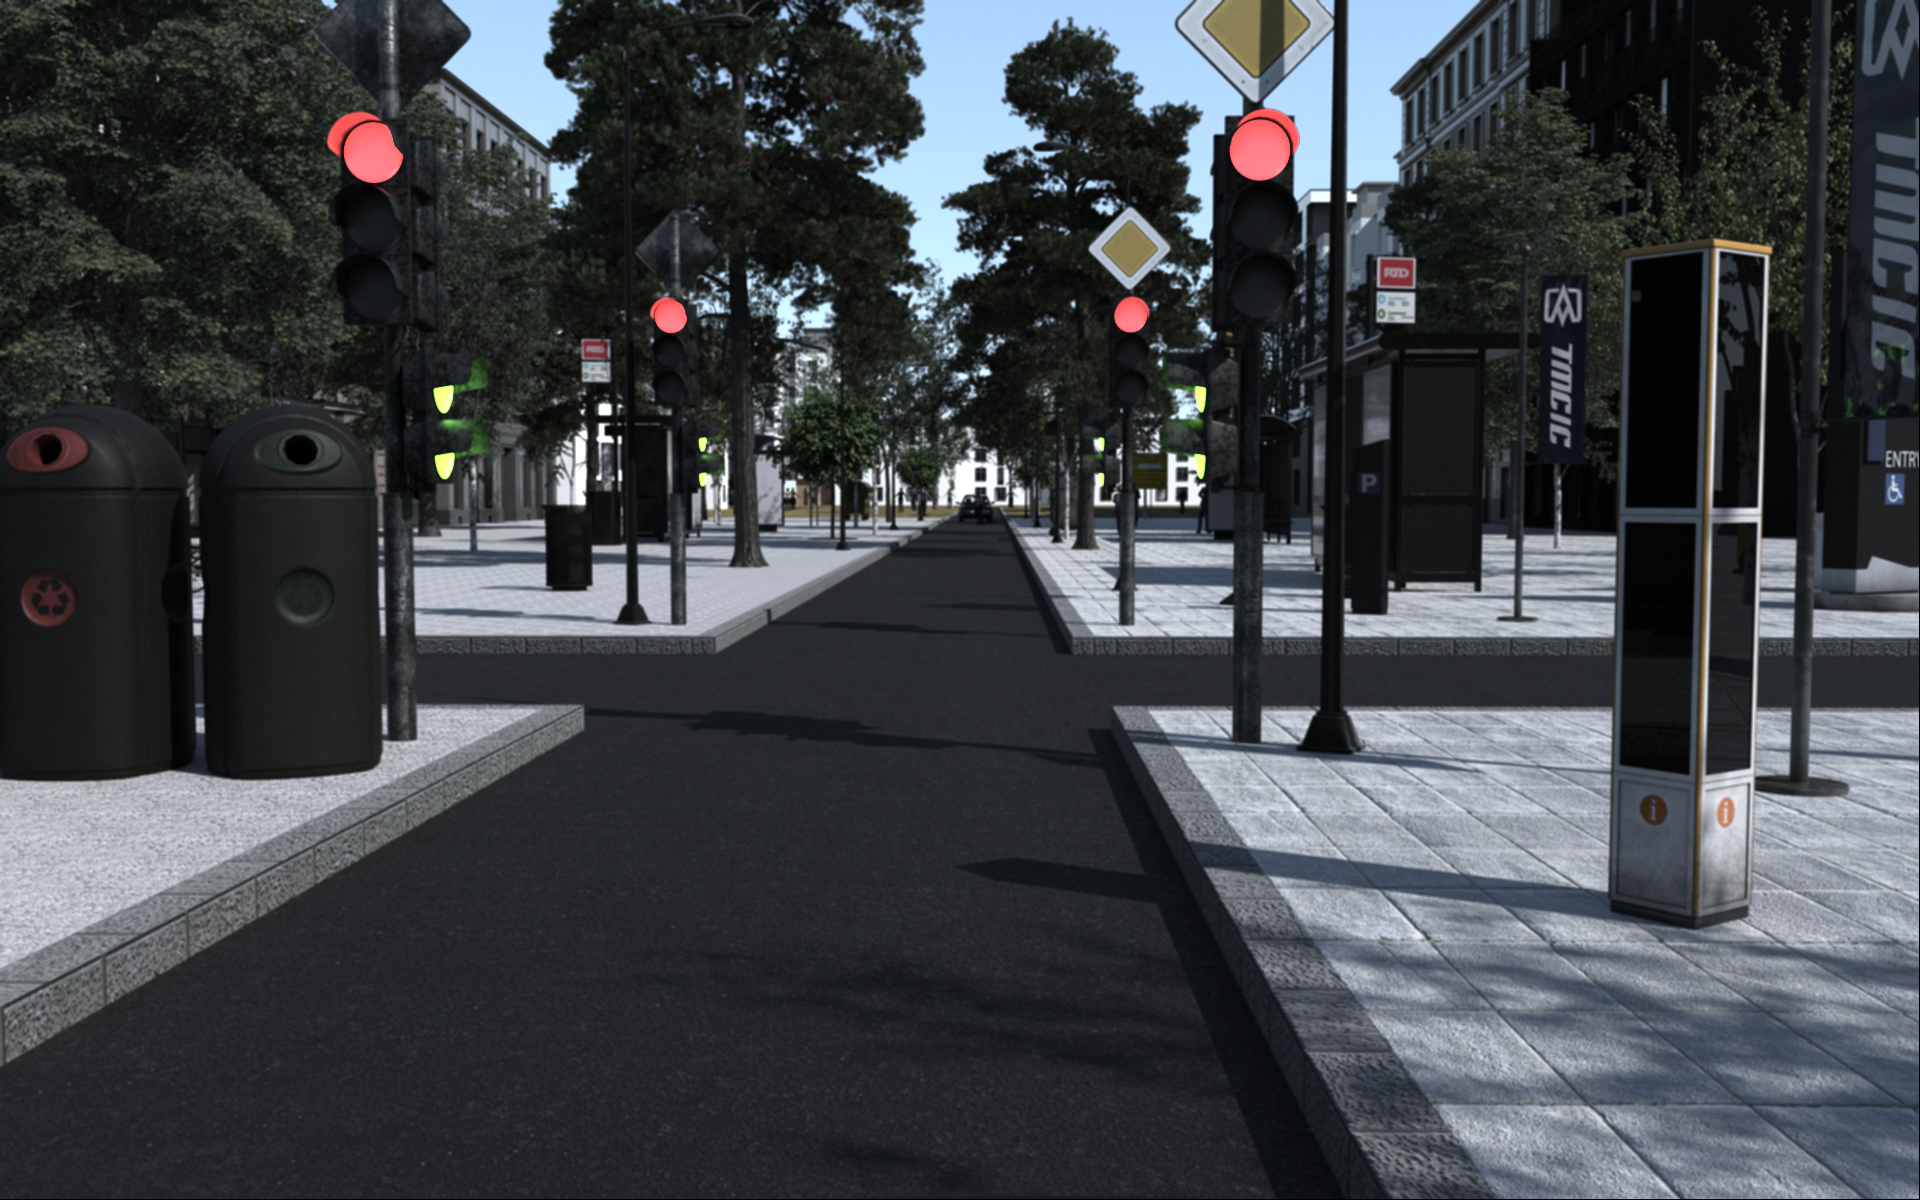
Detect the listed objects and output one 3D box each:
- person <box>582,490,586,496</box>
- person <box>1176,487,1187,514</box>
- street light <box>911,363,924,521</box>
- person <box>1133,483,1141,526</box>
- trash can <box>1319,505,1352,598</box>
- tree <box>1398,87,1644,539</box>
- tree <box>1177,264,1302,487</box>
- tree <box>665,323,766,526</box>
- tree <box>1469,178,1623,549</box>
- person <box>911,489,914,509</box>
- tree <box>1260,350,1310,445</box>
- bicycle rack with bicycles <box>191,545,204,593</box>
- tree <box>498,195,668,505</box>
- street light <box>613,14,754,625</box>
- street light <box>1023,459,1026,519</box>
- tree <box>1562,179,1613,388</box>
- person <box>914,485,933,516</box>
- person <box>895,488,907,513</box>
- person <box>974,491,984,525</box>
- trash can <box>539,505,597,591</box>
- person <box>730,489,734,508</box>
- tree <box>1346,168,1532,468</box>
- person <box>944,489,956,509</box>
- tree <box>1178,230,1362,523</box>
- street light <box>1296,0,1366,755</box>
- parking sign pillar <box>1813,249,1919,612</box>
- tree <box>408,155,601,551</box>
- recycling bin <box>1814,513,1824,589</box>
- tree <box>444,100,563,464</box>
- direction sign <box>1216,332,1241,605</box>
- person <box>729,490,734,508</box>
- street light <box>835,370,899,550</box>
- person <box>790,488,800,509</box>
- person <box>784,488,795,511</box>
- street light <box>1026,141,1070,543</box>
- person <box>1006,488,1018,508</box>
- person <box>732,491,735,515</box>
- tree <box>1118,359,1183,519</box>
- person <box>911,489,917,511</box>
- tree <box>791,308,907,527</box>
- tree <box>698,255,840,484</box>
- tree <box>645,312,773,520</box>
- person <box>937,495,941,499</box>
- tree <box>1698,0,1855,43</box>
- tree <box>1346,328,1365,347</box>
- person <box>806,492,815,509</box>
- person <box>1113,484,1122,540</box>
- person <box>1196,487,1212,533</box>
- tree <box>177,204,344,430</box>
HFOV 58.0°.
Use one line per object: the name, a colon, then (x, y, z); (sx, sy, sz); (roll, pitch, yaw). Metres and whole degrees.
person: (-19.401, -5.069, 90.382); (0.566, 1.644, 0.517); (0, 4, 1)
person: (14.500, -6.535, 113.419); (0.721, 1.766, 1.217); (3, 5, 40)
street light: (-1.827, -5.443, 61.539); (1.470, 5.913, 1.316); (0, 4, 1)
person: (6.872, -3.802, 69.034); (0.431, 1.722, 0.655); (-2, 4, -34)
trash can: (4.826, -0.600, 21.470); (0.748, 1.137, 0.748); (0, 3, 0)
tree: (15.747, -7.978, 48.564); (7.486, 12.596, 7.792); (0, 3, 0)
tree: (8.478, -6.275, 52.966); (4.360, 8.622, 3.978); (0, 3, 0)
tree: (-11.054, -7.719, 76.571); (4.737, 8.622, 4.395); (0, 3, 0)
tree: (13.946, -5.495, 40.199); (4.360, 8.622, 3.978); (0, 3, 0)
person: (-4.006, -8.552, 146.808); (0.436, 1.711, 0.756); (0, 4, -7)
tree: (15.086, -8.340, 86.726); (4.737, 8.622, 4.395); (0, 3, 0)
bicycle rack with bicycles: (-10.046, -0.512, 21.757); (2.925, 0.926, 2.852); (-3, 5, -41)
tree: (-13.429, -8.617, 62.942); (6.751, 12.117, 7.091); (0, 3, 0)
street light: (-2.696, -2.715, 16.935); (1.470, 5.913, 1.316); (0, 4, 1)
street light: (2.026, -4.461, 45.475); (1.470, 5.913, 1.316); (0, 4, 1)
tree: (12.893, -4.918, 30.769); (4.737, 8.622, 4.395); (0, 3, 0)
person: (-2.149, -5.760, 100.208); (1.348, 1.826, 0.705); (3, 4, 38)
person: (-4.159, -6.942, 120.368); (1.217, 1.723, 0.721); (3, 4, 36)
person: (0.922, -4.325, 81.426); (0.590, 1.554, 0.614); (-2, 4, -28)
trash can: (-5.211, -0.699, 23.079); (0.748, 1.137, 0.748); (0, 3, 0)
person: (-20.378, -9.095, 155.672); (0.541, 1.710, 0.530); (-1, 4, -16)
tree: (16.010, -8.302, 57.799); (6.751, 12.117, 7.091); (0, 3, 0)
person: (-0.892, -8.829, 151.125); (1.217, 1.735, 0.721); (-2, 4, -25)
tree: (14.132, -10.166, 76.586); (12.009, 13.543, 11.850); (0, 3, 0)
street light: (1.326, -2.202, 8.544); (1.470, 5.913, 1.316); (0, 4, 1)
parking sign pillar: (10.287, -1.891, 19.383); (1.447, 3.967, 1.447); (-2, 4, -29)
tree: (-10.744, -5.410, 38.816); (4.360, 8.622, 3.978); (0, 3, 0)
recycling bin: (11.680, -0.627, 22.803); (0.722, 1.027, 0.722); (3, 5, 44)
tree: (-15.950, -8.866, 51.612); (9.857, 13.997, 8.962); (0, 3, 0)
direction sign: (3.211, -1.715, 20.035); (0.379, 3.537, 0.876); (3, 5, 42)
person: (-21.715, -9.618, 164.765); (0.593, 1.643, 0.415); (1, 4, 23)
street light: (-2.144, -4.096, 39.514); (1.470, 5.913, 1.316); (0, 4, 1)
person: (-13.907, -8.454, 144.397); (0.705, 1.807, 1.348); (3, 5, 43)
person: (-12.887, -7.494, 129.286); (1.217, 1.736, 0.721); (-2, 4, -24)
street light: (1.665, -3.084, 22.963); (1.470, 5.913, 1.316); (0, 4, 1)
person: (4.773, -9.451, 160.580); (1.348, 1.823, 0.705); (2, 4, 33)
person: (-13.656, -6.097, 105.819); (0.705, 1.814, 1.350); (-2, 4, -34)
tree: (9.390, -8.530, 89.824); (4.737, 8.622, 4.395); (0, 3, 0)
person: (-3.482, -7.623, 131.230); (0.434, 1.755, 0.990); (-1, 4, -16)
tree: (-4.251, -7.105, 66.536); (4.737, 8.622, 4.395); (0, 3, 0)
tree: (-5.367, -5.640, 42.570); (4.360, 8.622, 3.978); (0, 3, 0)
tree: (-12.653, -9.261, 85.829); (8.767, 10.594, 7.601); (0, 4, -7)
person: (-2.288, -9.705, 167.950); (0.991, 1.433, 0.599); (1, 4, 17)
tree: (12.835, -4.617, 25.850); (4.737, 8.622, 4.395); (0, 3, 0)
tree: (16.295, -7.131, 66.952); (4.360, 8.622, 3.978); (0, 3, 0)
person: (-12.899, -8.599, 149.818); (0.628, 1.438, 0.799); (1, 4, 17)
person: (4.477, -2.421, 47.833); (0.499, 1.552, 0.429); (3, 4, 37)
person: (8.064, -3.071, 56.703); (0.683, 1.767, 0.568); (0, 4, 7)
tree: (-16.956, -5.607, 42.036); (4.360, 8.622, 3.978); (0, 3, 0)
